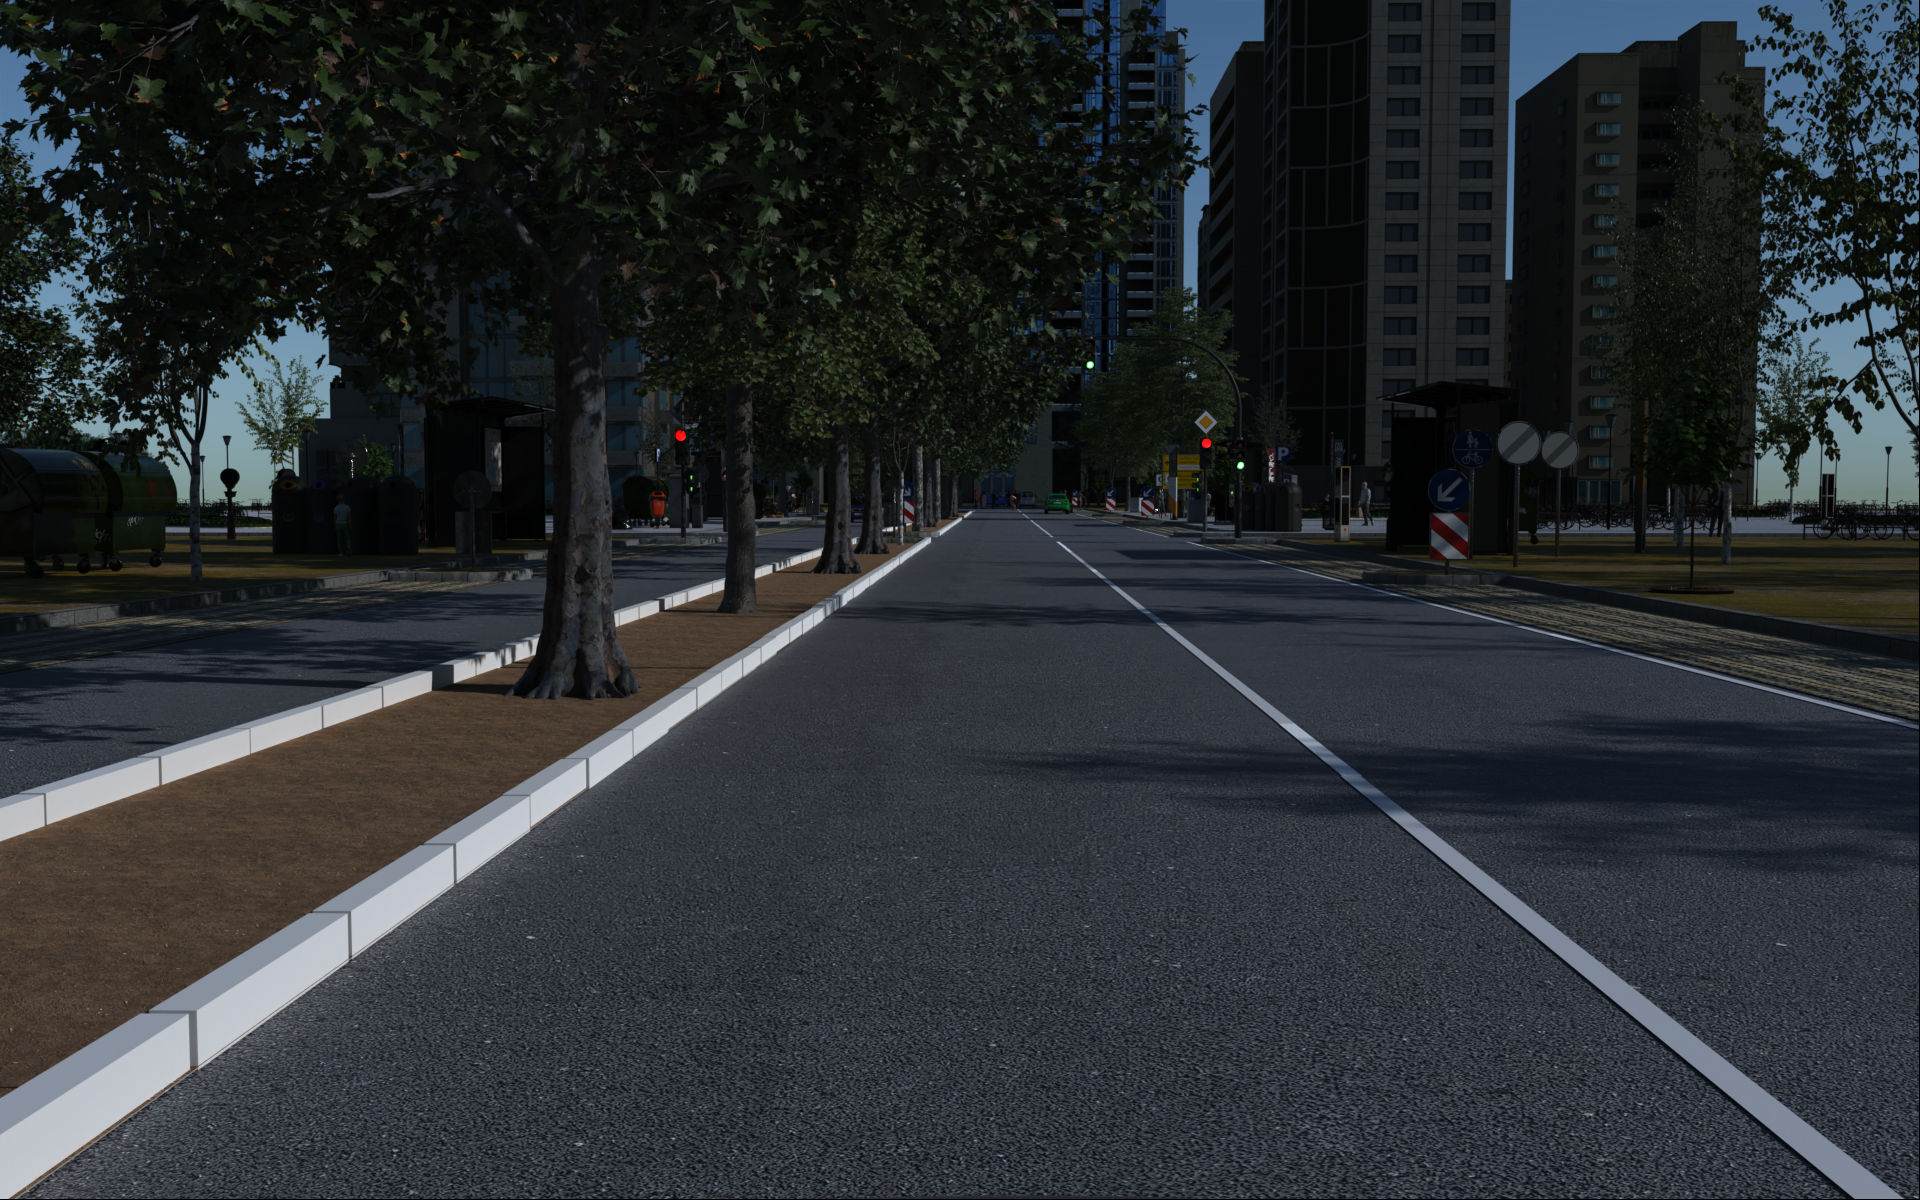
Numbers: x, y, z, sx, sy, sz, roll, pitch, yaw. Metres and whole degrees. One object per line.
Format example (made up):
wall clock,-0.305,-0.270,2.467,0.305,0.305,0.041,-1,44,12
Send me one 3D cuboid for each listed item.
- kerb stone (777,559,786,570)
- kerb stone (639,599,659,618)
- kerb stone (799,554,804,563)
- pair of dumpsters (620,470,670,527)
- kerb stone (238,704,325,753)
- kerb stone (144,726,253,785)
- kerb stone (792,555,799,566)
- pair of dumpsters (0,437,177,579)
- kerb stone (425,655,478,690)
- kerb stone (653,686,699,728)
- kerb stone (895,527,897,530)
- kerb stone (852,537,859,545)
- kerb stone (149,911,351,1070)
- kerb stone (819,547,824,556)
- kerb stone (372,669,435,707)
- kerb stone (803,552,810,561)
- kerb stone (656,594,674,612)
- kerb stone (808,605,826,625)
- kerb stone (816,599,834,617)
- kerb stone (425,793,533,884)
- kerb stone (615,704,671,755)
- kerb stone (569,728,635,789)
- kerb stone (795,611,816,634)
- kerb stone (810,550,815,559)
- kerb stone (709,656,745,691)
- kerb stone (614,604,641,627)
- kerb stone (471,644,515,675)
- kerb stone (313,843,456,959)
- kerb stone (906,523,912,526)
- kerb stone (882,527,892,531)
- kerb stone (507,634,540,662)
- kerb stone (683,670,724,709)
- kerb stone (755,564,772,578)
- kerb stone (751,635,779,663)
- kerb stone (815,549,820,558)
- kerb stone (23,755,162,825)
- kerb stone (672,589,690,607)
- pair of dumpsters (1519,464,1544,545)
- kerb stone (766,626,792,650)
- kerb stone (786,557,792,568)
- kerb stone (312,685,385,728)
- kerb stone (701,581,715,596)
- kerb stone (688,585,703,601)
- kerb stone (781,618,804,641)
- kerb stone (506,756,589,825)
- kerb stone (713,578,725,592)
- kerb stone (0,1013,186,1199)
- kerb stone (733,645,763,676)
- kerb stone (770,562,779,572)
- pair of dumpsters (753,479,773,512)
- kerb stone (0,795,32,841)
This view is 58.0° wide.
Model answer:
kerb stone,-3.435,-0.631,32.512,0.120,0.150,1.000,0,4,1
kerb stone,-3.701,0.120,20.234,0.120,0.150,1.000,0,4,1
kerb stone,-3.376,-0.820,35.596,0.120,0.150,1.000,0,4,1
pair of dumpsters,-12.338,-4.042,68.572,1.574,2.255,4.437,0,4,1
kerb stone,-3.935,0.747,9.987,0.120,0.150,1.000,0,4,1
kerb stone,-3.951,0.809,8.965,0.120,0.150,1.000,0,4,1
kerb stone,-3.391,-0.757,34.574,0.120,0.150,1.000,0,4,1
pair of dumpsters,-14.494,-1.571,28.176,1.574,2.255,4.437,0,4,1
kerb stone,-3.864,0.559,13.062,0.120,0.150,1.000,0,4,1
kerb stone,-1.815,0.690,10.961,0.120,0.150,1.000,0,4,1
kerb stone,-2.662,-2.795,67.891,0.120,0.150,1.000,0,4,1
kerb stone,-3.032,-1.759,50.958,0.120,0.150,1.000,0,4,1
kerb stone,-1.944,1.064,4.804,0.120,0.150,1.000,0,4,1
kerb stone,-3.287,-1.068,39.698,0.120,0.150,1.000,0,4,1
kerb stone,-3.891,0.621,12.041,0.120,0.150,1.000,0,4,1
kerb stone,-3.346,-0.878,36.624,0.120,0.150,1.000,0,4,1
kerb stone,-3.690,0.063,21.258,0.120,0.150,1.000,0,4,1
kerb stone,-1.626,0.192,19.158,0.120,0.150,1.000,0,4,1
kerb stone,-1.610,0.123,20.184,0.120,0.150,1.000,0,4,1
kerb stone,-1.899,0.938,6.862,0.120,0.150,1.000,0,4,1
kerb stone,-1.829,0.750,9.938,0.120,0.150,1.000,0,4,1
kerb stone,-1.850,0.812,8.914,0.120,0.150,1.000,0,4,1
kerb stone,-1.650,0.249,18.129,0.120,0.150,1.000,0,4,1
kerb stone,-3.325,-0.945,37.652,0.120,0.150,1.000,0,4,1
kerb stone,-1.769,0.562,13.005,0.120,0.150,1.000,0,4,1
kerb stone,-3.728,0.182,19.212,0.120,0.150,1.000,0,4,1
kerb stone,-3.844,0.496,14.089,0.120,0.150,1.000,0,4,1
kerb stone,-1.922,1.001,5.831,0.120,0.150,1.000,0,4,1
kerb stone,-2.369,-3.610,81.215,0.120,0.150,1.000,0,4,1
kerb stone,-2.730,-2.607,64.819,0.120,0.150,1.000,0,4,1
kerb stone,-3.827,0.435,15.111,0.120,0.150,1.000,0,4,1
kerb stone,-1.790,0.625,11.983,0.120,0.150,1.000,0,4,1
kerb stone,-3.479,-0.506,30.462,0.120,0.150,1.000,0,4,1
kerb stone,-1.718,0.439,15.051,0.120,0.150,1.000,0,4,1
kerb stone,-3.299,-1.008,38.674,0.120,0.150,1.000,0,4,1
kerb stone,-3.976,0.874,7.944,0.120,0.150,1.000,0,4,1
kerb stone,-3.660,-0.003,22.279,0.120,0.150,1.000,0,4,1
pair of dumpsters,14.094,-2.657,45.943,1.574,2.255,4.437,0,4,1
kerb stone,-1.704,0.374,16.082,0.120,0.150,1.000,0,4,1
kerb stone,-3.416,-0.693,33.546,0.120,0.150,1.000,0,4,1
kerb stone,-3.915,0.688,11.020,0.120,0.150,1.000,0,4,1
kerb stone,-3.620,-0.130,24.323,0.120,0.150,1.000,0,4,1
kerb stone,-3.634,-0.068,23.301,0.120,0.150,1.000,0,4,1
kerb stone,-1.678,0.311,17.107,0.120,0.150,1.000,0,4,1
kerb stone,-1.882,0.875,7.891,0.120,0.150,1.000,0,4,1
kerb stone,-3.594,-0.193,25.347,0.120,0.150,1.000,0,4,1
kerb stone,-1.974,1.126,3.781,0.120,0.150,1.000,0,4,1
kerb stone,-1.743,0.504,14.029,0.120,0.150,1.000,0,4,1
kerb stone,-3.462,-0.568,31.484,0.120,0.150,1.000,0,4,1
pair of dumpsters,-13.183,-6.776,113.287,1.574,2.255,4.437,0,4,1
kerb stone,-3.994,0.939,6.922,0.120,0.150,1.000,0,4,1
